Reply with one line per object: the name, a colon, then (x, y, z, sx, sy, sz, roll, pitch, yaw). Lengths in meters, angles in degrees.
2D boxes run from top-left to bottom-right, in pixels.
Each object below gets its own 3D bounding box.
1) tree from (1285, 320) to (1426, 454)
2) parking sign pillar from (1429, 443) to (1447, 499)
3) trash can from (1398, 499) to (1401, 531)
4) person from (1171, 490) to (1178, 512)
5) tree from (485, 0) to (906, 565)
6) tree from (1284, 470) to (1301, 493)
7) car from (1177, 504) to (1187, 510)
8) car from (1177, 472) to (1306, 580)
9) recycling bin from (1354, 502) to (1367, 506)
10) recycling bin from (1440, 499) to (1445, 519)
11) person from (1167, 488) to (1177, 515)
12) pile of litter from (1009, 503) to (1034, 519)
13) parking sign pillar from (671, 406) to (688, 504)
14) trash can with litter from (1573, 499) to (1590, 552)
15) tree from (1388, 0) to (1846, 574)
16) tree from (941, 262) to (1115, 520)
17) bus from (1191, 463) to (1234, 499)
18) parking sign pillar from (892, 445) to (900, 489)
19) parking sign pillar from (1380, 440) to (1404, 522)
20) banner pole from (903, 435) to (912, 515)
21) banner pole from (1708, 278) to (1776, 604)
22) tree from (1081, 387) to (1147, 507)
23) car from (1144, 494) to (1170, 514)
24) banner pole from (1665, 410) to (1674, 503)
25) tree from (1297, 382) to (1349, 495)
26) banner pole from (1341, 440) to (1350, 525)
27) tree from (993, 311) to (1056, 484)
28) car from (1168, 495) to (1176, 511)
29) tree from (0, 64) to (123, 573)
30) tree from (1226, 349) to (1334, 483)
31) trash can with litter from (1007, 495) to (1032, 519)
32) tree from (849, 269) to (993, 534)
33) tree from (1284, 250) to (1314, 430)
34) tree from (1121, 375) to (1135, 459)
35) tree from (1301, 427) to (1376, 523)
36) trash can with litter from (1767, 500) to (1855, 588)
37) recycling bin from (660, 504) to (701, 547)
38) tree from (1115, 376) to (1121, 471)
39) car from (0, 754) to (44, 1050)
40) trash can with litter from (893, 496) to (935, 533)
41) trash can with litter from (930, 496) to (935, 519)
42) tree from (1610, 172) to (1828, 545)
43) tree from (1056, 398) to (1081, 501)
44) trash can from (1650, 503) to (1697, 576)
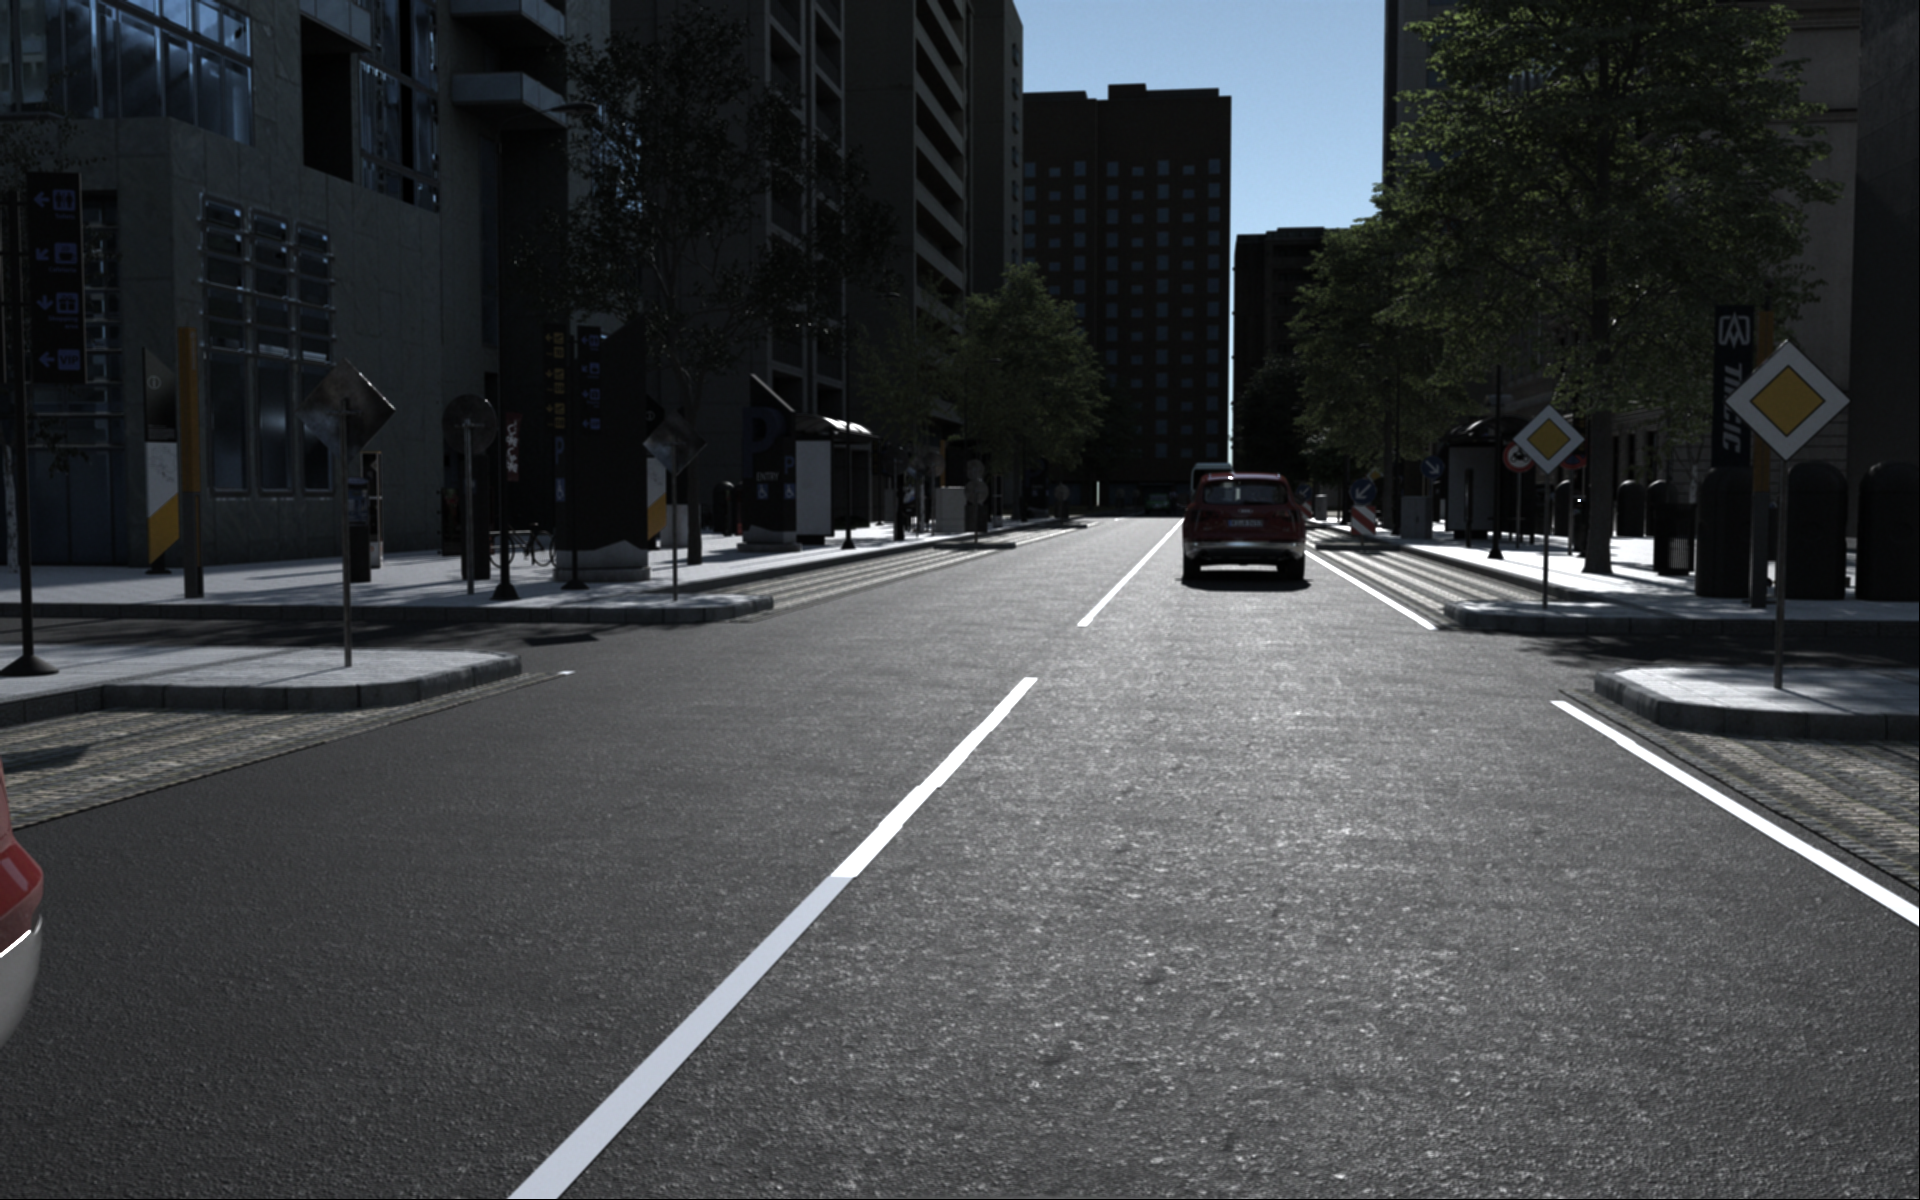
tree: (19.363, -9.185, 84.594, 7.601, 10.594, 8.767, 1, 4, 16)
parking sign pillar: (24.961, -6.241, 90.516, 1.447, 3.967, 1.447, 3, 4, 37)
trash can: (14.234, -2.661, 55.166, 0.748, 1.137, 0.748, 0, 3, 0)
person: (17.126, -7.976, 139.442, 0.750, 1.759, 0.617, -2, 4, -26)
tree: (-4.713, -5.944, 31.590, 8.767, 10.594, 7.601, 1, 4, 17)
tree: (26.484, -8.789, 138.298, 1.663, 3.219, 1.824, 0, 3, 0)
car: (19.653, -8.877, 157.505, 2.083, 1.381, 4.827, 1, 4, 9)
car: (4.966, -1.341, 30.597, 2.281, 1.827, 5.304, 0, 4, 8)
recycling bin: (18.955, -4.268, 82.333, 0.722, 1.027, 0.722, -1, 4, -15)
recycling bin: (24.871, -4.624, 88.161, 0.722, 1.027, 0.722, -1, 4, -16)
person: (14.803, -6.873, 120.747, 0.709, 1.838, 0.599, 1, 4, 12)
pile of litter: (3.210, -4.729, 91.290, 1.719, 0.858, 1.176, -1, 4, -12)
parking sign pillar: (-8.486, -3.821, 50.941, 1.447, 3.967, 1.447, 1, 4, 13)
trash can with litter: (13.850, -1.665, 38.614, 0.624, 1.170, 1.055, 1, 4, 14)
tree: (10.319, -6.736, 28.257, 7.486, 12.596, 7.792, 0, 3, 0)
tree: (2.755, -10.180, 84.572, 7.486, 12.596, 7.792, 0, 3, 0)
bus: (15.996, -6.967, 108.774, 2.948, 3.499, 13.247, 1, 4, 9)
parking sign pillar: (-3.446, -6.427, 93.550, 1.447, 3.967, 1.447, 0, 4, -2)
parking sign pillar: (19.977, -5.557, 79.325, 1.447, 3.967, 1.447, 0, 4, 0)
banner pole: (-2.169, -4.962, 71.151, 0.401, 3.779, 0.863, -2, 4, -33)
banner pole: (9.165, -1.847, 20.220, 0.863, 3.779, 0.401, 0, 4, -1)
tree: (14.115, -14.726, 166.523, 9.928, 11.665, 9.643, 0, 3, 0)
car: (14.160, -7.028, 123.699, 1.959, 1.807, 4.718, 1, 4, 9)
banner pole: (19.348, -3.500, 47.235, 0.401, 3.779, 0.863, 1, 4, 11)
tree: (22.248, -9.516, 105.944, 4.360, 8.622, 3.978, 0, 3, 0)
banner pole: (15.879, -4.950, 70.952, 0.401, 3.779, 0.863, 0, 4, -1)
tree: (1.084, -7.240, 68.741, 4.737, 8.622, 4.395, 0, 3, 0)
car: (17.347, -8.185, 146.407, 1.945, 1.354, 3.894, 1, 4, 9)
tree: (-15.383, -4.726, 27.629, 4.360, 8.622, 3.978, 0, 3, 0)
tree: (28.476, -15.081, 153.231, 9.857, 13.997, 8.962, 0, 3, 0)
trash can with litter: (2.888, -4.718, 88.195, 1.678, 1.210, 2.233, 2, 4, 29)
tree: (-1.458, -6.460, 55.976, 4.737, 8.622, 4.395, 0, 3, 0)
tree: (15.530, -8.855, 62.908, 7.486, 12.596, 7.792, 0, 3, 0)
tree: (10.346, -13.443, 137.914, 7.486, 12.596, 7.792, 0, 3, 0)
tree: (16.752, -5.695, 76.830, 4.285, 4.588, 4.351, 0, 3, 0)
trash can with litter: (11.558, -0.791, 23.997, 2.233, 1.210, 1.678, 2, 4, 28)
recycling bin: (-6.784, -1.802, 42.022, 0.722, 1.027, 0.722, 2, 4, 35)
tree: (4.951, -11.072, 99.159, 7.486, 12.596, 7.792, 0, 3, 0)
car: (-2.824, 0.477, 0.883, 2.281, 1.827, 5.304, 0, 4, 6)
trash can with litter: (-1.099, -2.864, 57.885, 1.678, 1.210, 2.233, -2, 4, -35)
trash can with litter: (-1.200, -4.614, 86.821, 1.055, 1.170, 0.624, -3, 4, -39)
tree: (17.270, -5.424, 39.042, 4.737, 8.622, 4.395, 0, 3, 0)
tree: (6.210, -9.775, 110.187, 4.737, 8.622, 4.395, 0, 3, 0)
trash can: (11.298, -0.962, 27.390, 0.748, 1.137, 0.748, 0, 3, 0)
